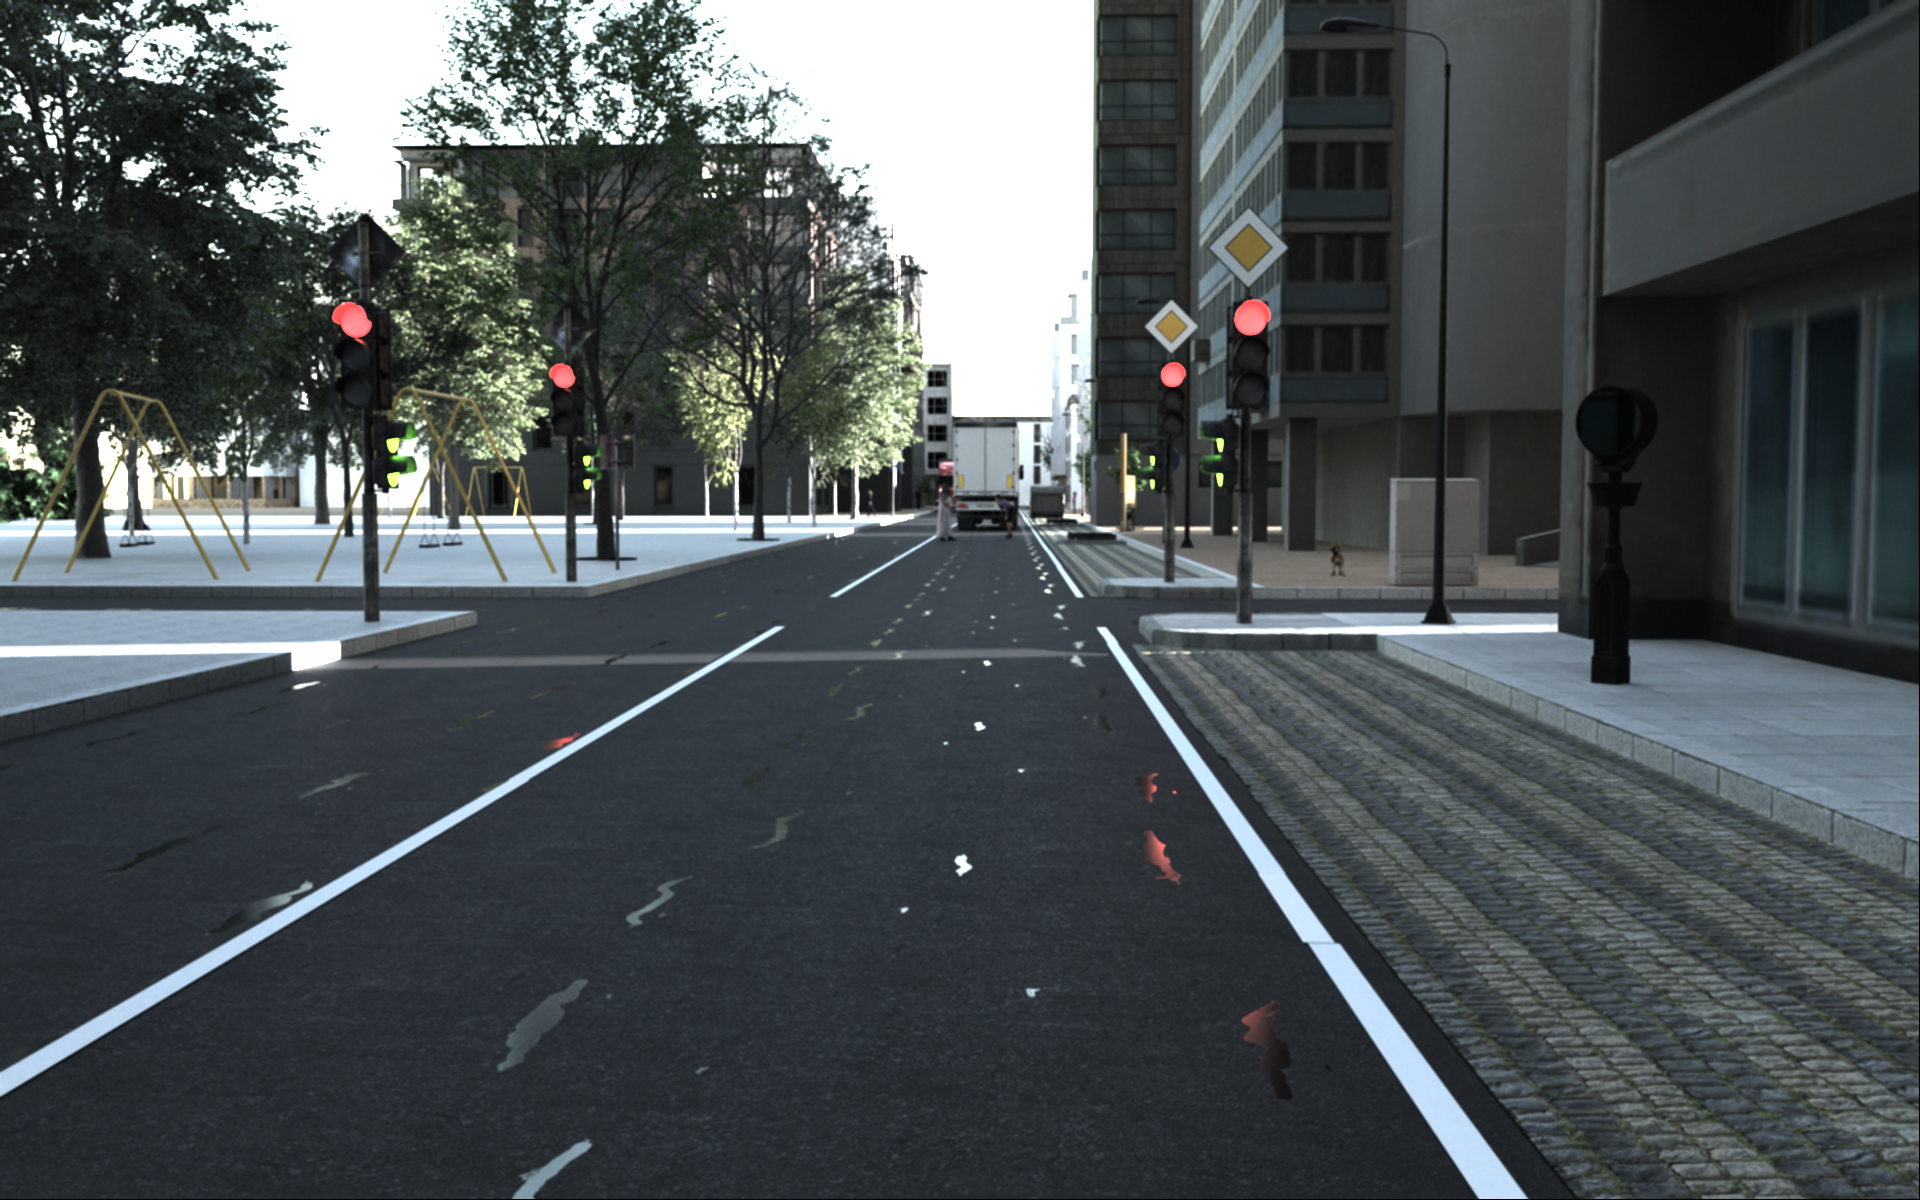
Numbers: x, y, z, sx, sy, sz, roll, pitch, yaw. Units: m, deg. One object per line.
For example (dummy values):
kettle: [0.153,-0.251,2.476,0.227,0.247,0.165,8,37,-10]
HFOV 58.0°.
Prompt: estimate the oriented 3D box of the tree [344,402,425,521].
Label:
tree: [-27.160,-8.023,81.541,4.737,8.622,4.395,0,3,0]

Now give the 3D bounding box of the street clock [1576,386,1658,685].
street clock: [4.421,-0.437,11.712,0.358,2.002,0.471,-3,5,-43]

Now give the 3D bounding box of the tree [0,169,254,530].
tree: [-29.384,-8.818,61.185,9.611,12.733,9.660,0,3,0]

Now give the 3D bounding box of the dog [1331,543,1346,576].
dog: [5.931,-0.637,27.249,0.406,0.507,0.540,-2,4,-33]

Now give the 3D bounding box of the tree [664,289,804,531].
tree: [-8.016,-6.698,59.878,4.737,8.622,4.395,0,3,0]

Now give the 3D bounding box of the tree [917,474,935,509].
tree: [-2.719,-9.544,150.641,1.663,3.219,1.824,0,3,0]

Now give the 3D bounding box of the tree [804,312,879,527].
tree: [-5.539,-7.170,67.598,4.737,8.622,4.395,0,3,0]

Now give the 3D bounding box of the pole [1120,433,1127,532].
pole: [5.481,-3.932,58.127,0.158,3.312,0.155,0,3,0]

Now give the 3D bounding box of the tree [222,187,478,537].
tree: [-18.277,-7.191,51.986,8.767,10.594,7.601,0,4,5]

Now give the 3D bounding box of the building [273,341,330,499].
building: [-60.121,-20.076,194.692,31.486,18.905,16.747,0,4,2]

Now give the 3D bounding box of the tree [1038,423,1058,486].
tree: [9.706,-13.889,177.441,4.360,8.622,3.978,0,3,0]

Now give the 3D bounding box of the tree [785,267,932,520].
tree: [-5.194,-10.307,86.654,7.486,12.596,7.792,0,3,0]

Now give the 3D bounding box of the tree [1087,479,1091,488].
tree: [8.435,-6.566,101.963,1.663,3.219,1.824,0,3,0]

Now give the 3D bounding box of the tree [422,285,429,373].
tree: [-27.470,-10.265,74.490,9.857,13.997,8.962,0,3,0]

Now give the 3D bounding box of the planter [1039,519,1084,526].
planter: [4.505,-3.425,77.139,1.991,0.319,1.994,0,4,2]

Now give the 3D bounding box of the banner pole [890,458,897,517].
banner pole: [-3.755,-6.669,99.052,0.401,3.779,0.863,1,4,17]

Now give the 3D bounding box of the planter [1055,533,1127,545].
planter: [3.747,-1.757,49.859,1.991,0.319,1.994,0,4,2]

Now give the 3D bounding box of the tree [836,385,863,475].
tree: [-7.272,-8.986,97.282,4.360,8.622,3.978,0,3,0]

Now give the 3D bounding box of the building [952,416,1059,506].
building: [13.337,-15.139,189.667,28.070,9.664,9.099,0,4,2]

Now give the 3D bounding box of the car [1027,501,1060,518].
car: [5.024,-5.681,103.104,2.015,1.641,3.980,0,4,0]

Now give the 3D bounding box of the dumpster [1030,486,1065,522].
dumpster: [4.526,-4.964,89.384,1.865,1.857,1.264,0,4,3]

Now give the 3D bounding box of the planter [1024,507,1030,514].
planter: [5.869,-6.474,126.986,1.991,0.319,1.994,0,4,2]

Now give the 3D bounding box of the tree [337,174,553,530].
tree: [-18.645,-8.820,62.338,7.486,12.596,7.792,0,3,0]

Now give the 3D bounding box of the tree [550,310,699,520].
tree: [-16.268,-9.182,84.541,7.601,10.594,8.767,-2,4,-30]

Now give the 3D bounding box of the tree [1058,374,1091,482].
tree: [8.295,-8.897,95.834,4.360,8.622,3.978,0,3,0]

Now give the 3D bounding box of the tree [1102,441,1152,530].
tree: [6.269,-4.176,62.878,1.663,3.219,1.824,0,3,0]

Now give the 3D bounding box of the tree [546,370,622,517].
tree: [-21.075,-9.058,98.459,4.360,8.622,3.978,0,3,0]

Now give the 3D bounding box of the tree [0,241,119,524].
tree: [-49.907,-11.440,88.859,13.155,14.587,18.604,-2,4,-33]

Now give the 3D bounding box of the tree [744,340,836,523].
tree: [-7.737,-7.806,77.995,4.360,8.622,3.978,0,3,0]

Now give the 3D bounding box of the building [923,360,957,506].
building: [-16.336,-20.008,193.594,31.486,18.905,16.747,0,4,2]

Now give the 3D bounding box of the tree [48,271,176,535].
tree: [-25.791,-6.305,53.450,4.360,8.622,3.978,0,3,0]

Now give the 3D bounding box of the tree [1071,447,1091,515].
tree: [8.499,-7.528,106.796,4.285,4.588,4.351,0,3,0]

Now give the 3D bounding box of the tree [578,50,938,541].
tree: [-5.485,-8.388,47.507,12.009,13.543,11.850,0,3,0]

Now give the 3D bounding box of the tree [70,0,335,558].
tree: [-17.545,-7.819,34.494,9.857,13.997,8.962,0,3,0]

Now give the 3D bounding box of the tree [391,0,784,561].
tree: [-7.021,-6.581,33.357,9.928,11.665,9.643,0,3,0]

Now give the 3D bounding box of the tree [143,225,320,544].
tree: [-18.607,-5.745,44.290,4.737,8.622,4.395,0,3,0]
